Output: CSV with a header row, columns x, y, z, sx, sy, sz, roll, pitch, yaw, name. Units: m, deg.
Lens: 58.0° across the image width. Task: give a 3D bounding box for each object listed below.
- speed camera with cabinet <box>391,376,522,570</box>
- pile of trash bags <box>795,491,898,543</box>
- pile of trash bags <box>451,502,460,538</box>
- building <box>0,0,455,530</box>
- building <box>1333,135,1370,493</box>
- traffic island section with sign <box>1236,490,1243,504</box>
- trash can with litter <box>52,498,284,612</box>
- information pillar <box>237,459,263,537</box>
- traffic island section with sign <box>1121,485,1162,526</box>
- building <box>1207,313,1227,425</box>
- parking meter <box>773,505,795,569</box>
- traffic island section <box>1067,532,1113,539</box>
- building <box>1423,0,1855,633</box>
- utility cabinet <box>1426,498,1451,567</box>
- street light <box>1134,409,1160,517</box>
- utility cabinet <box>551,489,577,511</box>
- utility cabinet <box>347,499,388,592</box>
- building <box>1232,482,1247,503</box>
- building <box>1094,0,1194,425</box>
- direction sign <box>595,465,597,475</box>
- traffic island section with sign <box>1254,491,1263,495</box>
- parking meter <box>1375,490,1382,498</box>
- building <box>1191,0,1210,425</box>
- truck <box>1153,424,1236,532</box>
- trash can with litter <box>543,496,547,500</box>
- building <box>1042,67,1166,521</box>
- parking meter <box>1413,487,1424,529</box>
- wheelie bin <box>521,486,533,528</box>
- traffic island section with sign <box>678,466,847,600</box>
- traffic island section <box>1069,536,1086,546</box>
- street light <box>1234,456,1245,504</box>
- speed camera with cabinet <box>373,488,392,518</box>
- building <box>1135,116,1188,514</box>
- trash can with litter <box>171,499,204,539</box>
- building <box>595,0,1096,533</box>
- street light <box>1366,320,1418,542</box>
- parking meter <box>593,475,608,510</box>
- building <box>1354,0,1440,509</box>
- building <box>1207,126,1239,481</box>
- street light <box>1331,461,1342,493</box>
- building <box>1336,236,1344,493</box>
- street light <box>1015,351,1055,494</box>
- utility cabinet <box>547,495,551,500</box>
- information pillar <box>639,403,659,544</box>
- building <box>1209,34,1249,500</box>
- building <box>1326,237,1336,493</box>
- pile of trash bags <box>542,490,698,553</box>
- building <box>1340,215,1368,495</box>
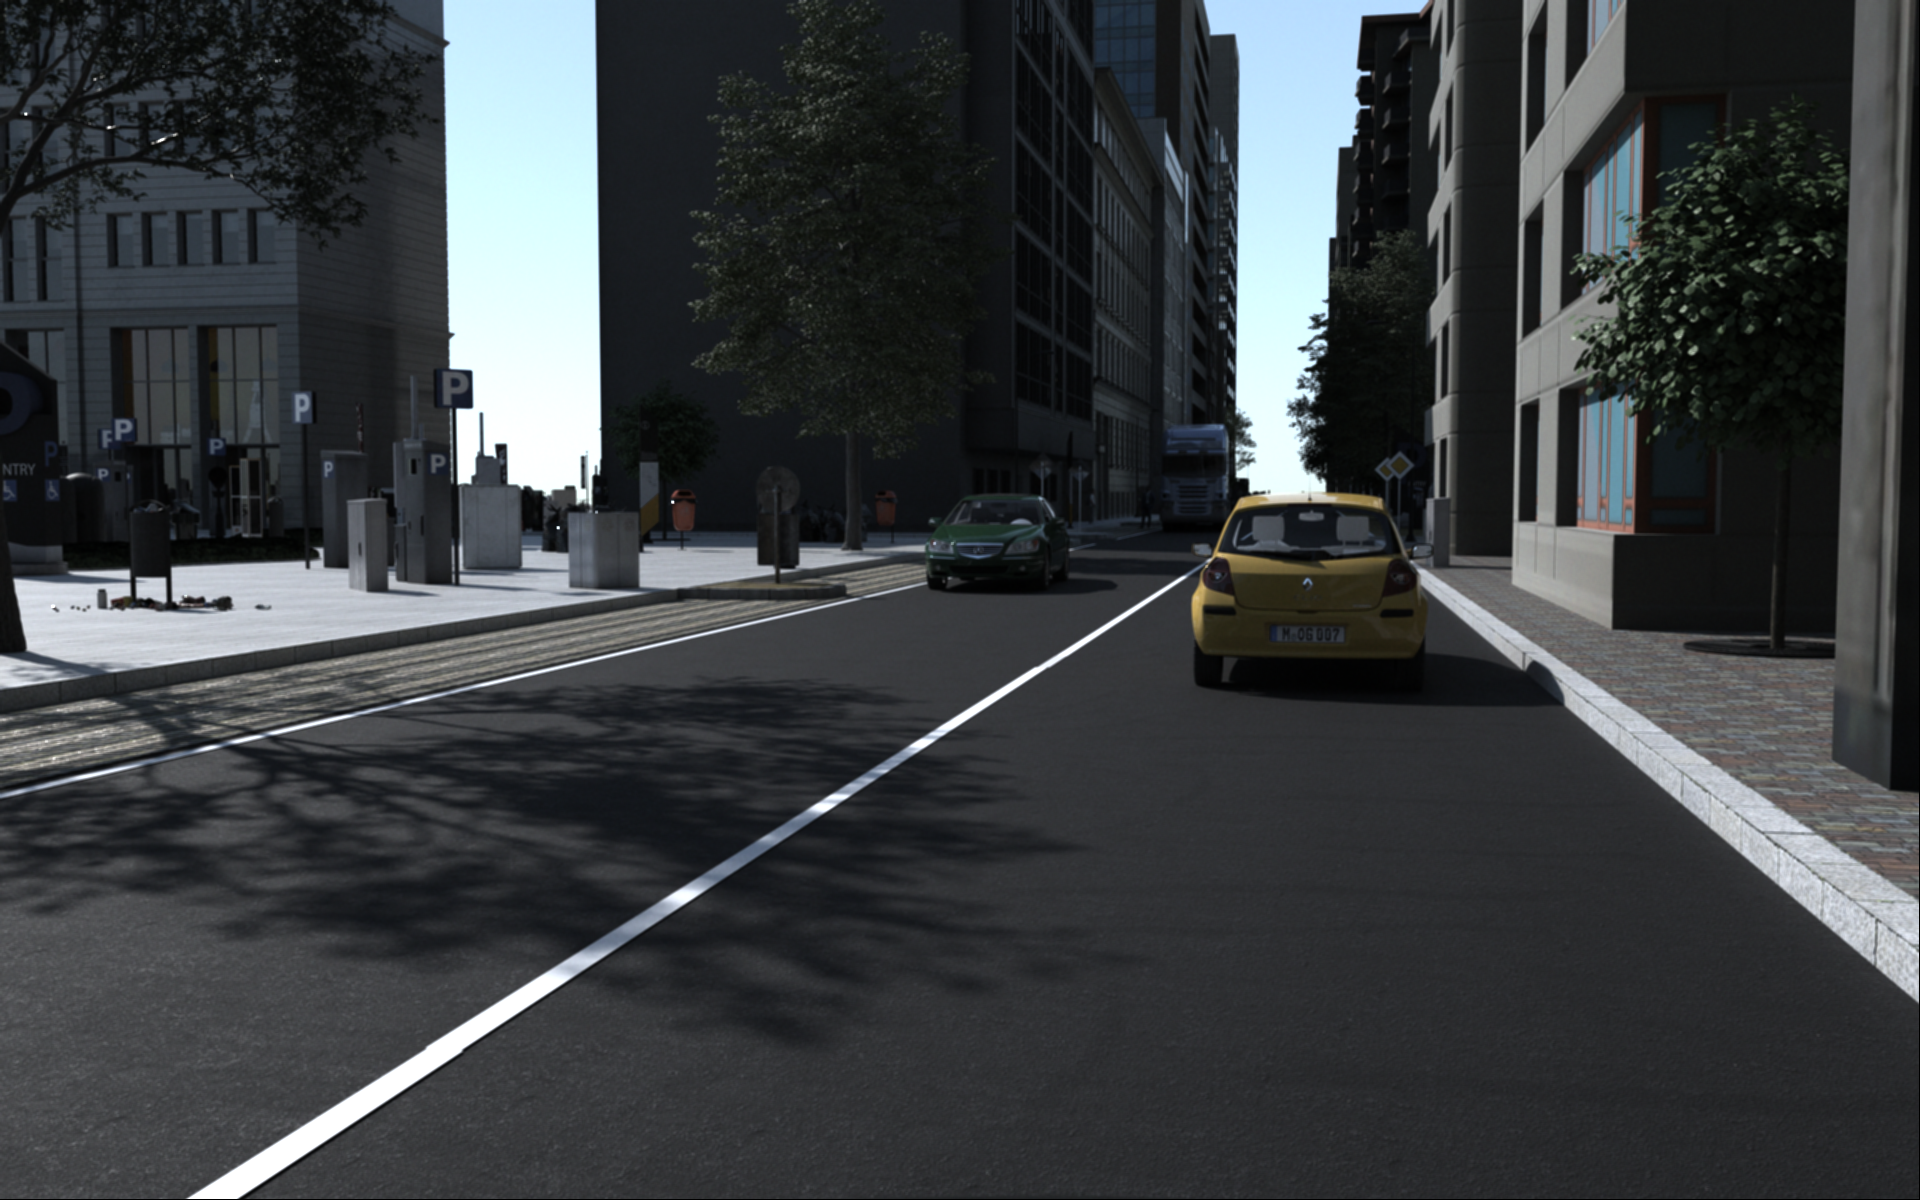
x,y,z,sx,sy,sz,roll,pitch,yaw,name
-8.550,-2.149,29.471,2.038,3.252,0.660,-1,4,-21,speed camera with cabinet
-2.999,-2.222,46.078,3.447,1.369,1.912,3,5,39,pile of trash bags
-16.060,-2.512,50.821,3.447,1.369,1.912,-1,4,-16,pile of trash bags
-36.638,-17.809,68.668,29.804,29.767,11.434,1,4,11,building
60.399,-36.972,228.199,21.300,48.544,21.600,1,4,11,building
29.225,-10.523,180.677,1.989,1.847,2.006,1,4,11,traffic island section with sign
-8.826,-0.509,19.381,2.233,1.210,1.678,1,4,18,trash can with litter
-14.744,-1.930,36.044,0.304,2.012,0.304,3,5,39,information pillar
8.325,-4.254,78.181,1.989,1.847,2.006,1,4,11,traffic island section with sign
13.393,-20.634,182.407,27.650,21.520,28.899,1,4,11,building
-3.024,-1.310,29.823,0.372,1.533,0.369,0,3,0,parking meter
3.854,-2.075,56.210,2.009,0.180,2.903,1,4,11,traffic island section
22.598,-11.136,27.120,27.650,21.520,28.899,1,4,11,building
8.483,-1.200,30.778,0.306,1.237,1.020,0,4,8,utility cabinet
10.249,-7.480,94.836,1.470,5.913,1.316,1,4,11,street light
-19.130,-4.585,83.646,1.173,1.500,0.318,-3,4,-37,utility cabinet
-7.911,-0.731,23.107,0.306,1.237,1.020,-2,4,-32,utility cabinet
26.131,-34.536,256.539,32.217,40.220,23.993,1,4,11,building
11.096,-29.844,138.054,14.600,45.320,14.200,1,4,11,building
-28.345,-8.746,134.992,0.379,3.537,0.876,-1,4,-22,direction sign
45.631,-15.444,261.135,1.989,1.847,2.006,1,4,11,traffic island section with sign
24.233,-5.619,100.277,0.372,1.533,0.369,0,3,0,parking meter
11.026,-32.578,156.344,21.300,48.544,21.600,1,4,11,building
10.243,-5.073,72.710,2.967,4.110,18.799,1,4,11,truck
-31.202,-7.268,130.216,0.624,1.170,1.055,-3,4,-38,trash can with litter
1.961,-16.052,95.739,16.112,22.955,30.059,1,4,11,building
16.655,-3.337,62.967,0.372,1.533,0.369,0,3,0,parking meter
-16.403,-3.529,65.615,0.693,1.594,0.980,1,4,9,wheelie bin
-2.668,-0.951,24.181,1.989,1.847,2.006,1,4,11,traffic island section with sign
2.259,-1.597,48.386,2.009,0.180,2.903,1,4,11,traffic island section
34.425,-14.716,213.142,1.470,5.913,1.316,1,4,11,street light
-15.592,-3.300,48.298,2.038,3.252,0.660,-3,4,-38,speed camera with cabinet
8.915,-18.453,119.730,12.078,24.808,19.932,1,4,11,building
-17.476,-1.729,39.653,1.055,1.170,0.624,0,4,5,trash can with litter
-3.001,-16.830,68.672,14.314,27.812,24.014,1,4,11,building
11.554,-4.515,46.368,1.470,5.913,1.316,1,4,11,street light
-10.751,-2.821,51.827,0.399,1.863,0.255,2,4,24,parking meter
47.008,-30.716,156.831,22.147,44.769,28.867,1,4,11,building
24.661,-37.251,228.660,23.786,49.044,30.456,1,4,11,building
35.547,-11.707,163.945,1.470,5.913,1.316,1,4,11,street light
49.387,-25.805,193.612,14.160,30.474,14.107,1,4,11,building
2.372,-5.121,56.266,1.470,5.913,1.316,1,4,11,street light
-27.742,-6.542,118.131,1.020,1.237,0.306,3,4,38,utility cabinet
-8.071,-3.275,44.898,0.504,3.616,0.183,-1,4,-20,information pillar
35.941,-51.259,276.342,20.563,71.187,20.611,1,4,11,building
65.632,-36.209,275.613,14.154,41.232,14.086,1,4,11,building
-7.618,-1.786,38.951,3.447,1.369,1.912,-1,4,-19,pile of trash bags
47.226,-24.934,179.377,14.160,30.474,14.107,1,4,11,building
